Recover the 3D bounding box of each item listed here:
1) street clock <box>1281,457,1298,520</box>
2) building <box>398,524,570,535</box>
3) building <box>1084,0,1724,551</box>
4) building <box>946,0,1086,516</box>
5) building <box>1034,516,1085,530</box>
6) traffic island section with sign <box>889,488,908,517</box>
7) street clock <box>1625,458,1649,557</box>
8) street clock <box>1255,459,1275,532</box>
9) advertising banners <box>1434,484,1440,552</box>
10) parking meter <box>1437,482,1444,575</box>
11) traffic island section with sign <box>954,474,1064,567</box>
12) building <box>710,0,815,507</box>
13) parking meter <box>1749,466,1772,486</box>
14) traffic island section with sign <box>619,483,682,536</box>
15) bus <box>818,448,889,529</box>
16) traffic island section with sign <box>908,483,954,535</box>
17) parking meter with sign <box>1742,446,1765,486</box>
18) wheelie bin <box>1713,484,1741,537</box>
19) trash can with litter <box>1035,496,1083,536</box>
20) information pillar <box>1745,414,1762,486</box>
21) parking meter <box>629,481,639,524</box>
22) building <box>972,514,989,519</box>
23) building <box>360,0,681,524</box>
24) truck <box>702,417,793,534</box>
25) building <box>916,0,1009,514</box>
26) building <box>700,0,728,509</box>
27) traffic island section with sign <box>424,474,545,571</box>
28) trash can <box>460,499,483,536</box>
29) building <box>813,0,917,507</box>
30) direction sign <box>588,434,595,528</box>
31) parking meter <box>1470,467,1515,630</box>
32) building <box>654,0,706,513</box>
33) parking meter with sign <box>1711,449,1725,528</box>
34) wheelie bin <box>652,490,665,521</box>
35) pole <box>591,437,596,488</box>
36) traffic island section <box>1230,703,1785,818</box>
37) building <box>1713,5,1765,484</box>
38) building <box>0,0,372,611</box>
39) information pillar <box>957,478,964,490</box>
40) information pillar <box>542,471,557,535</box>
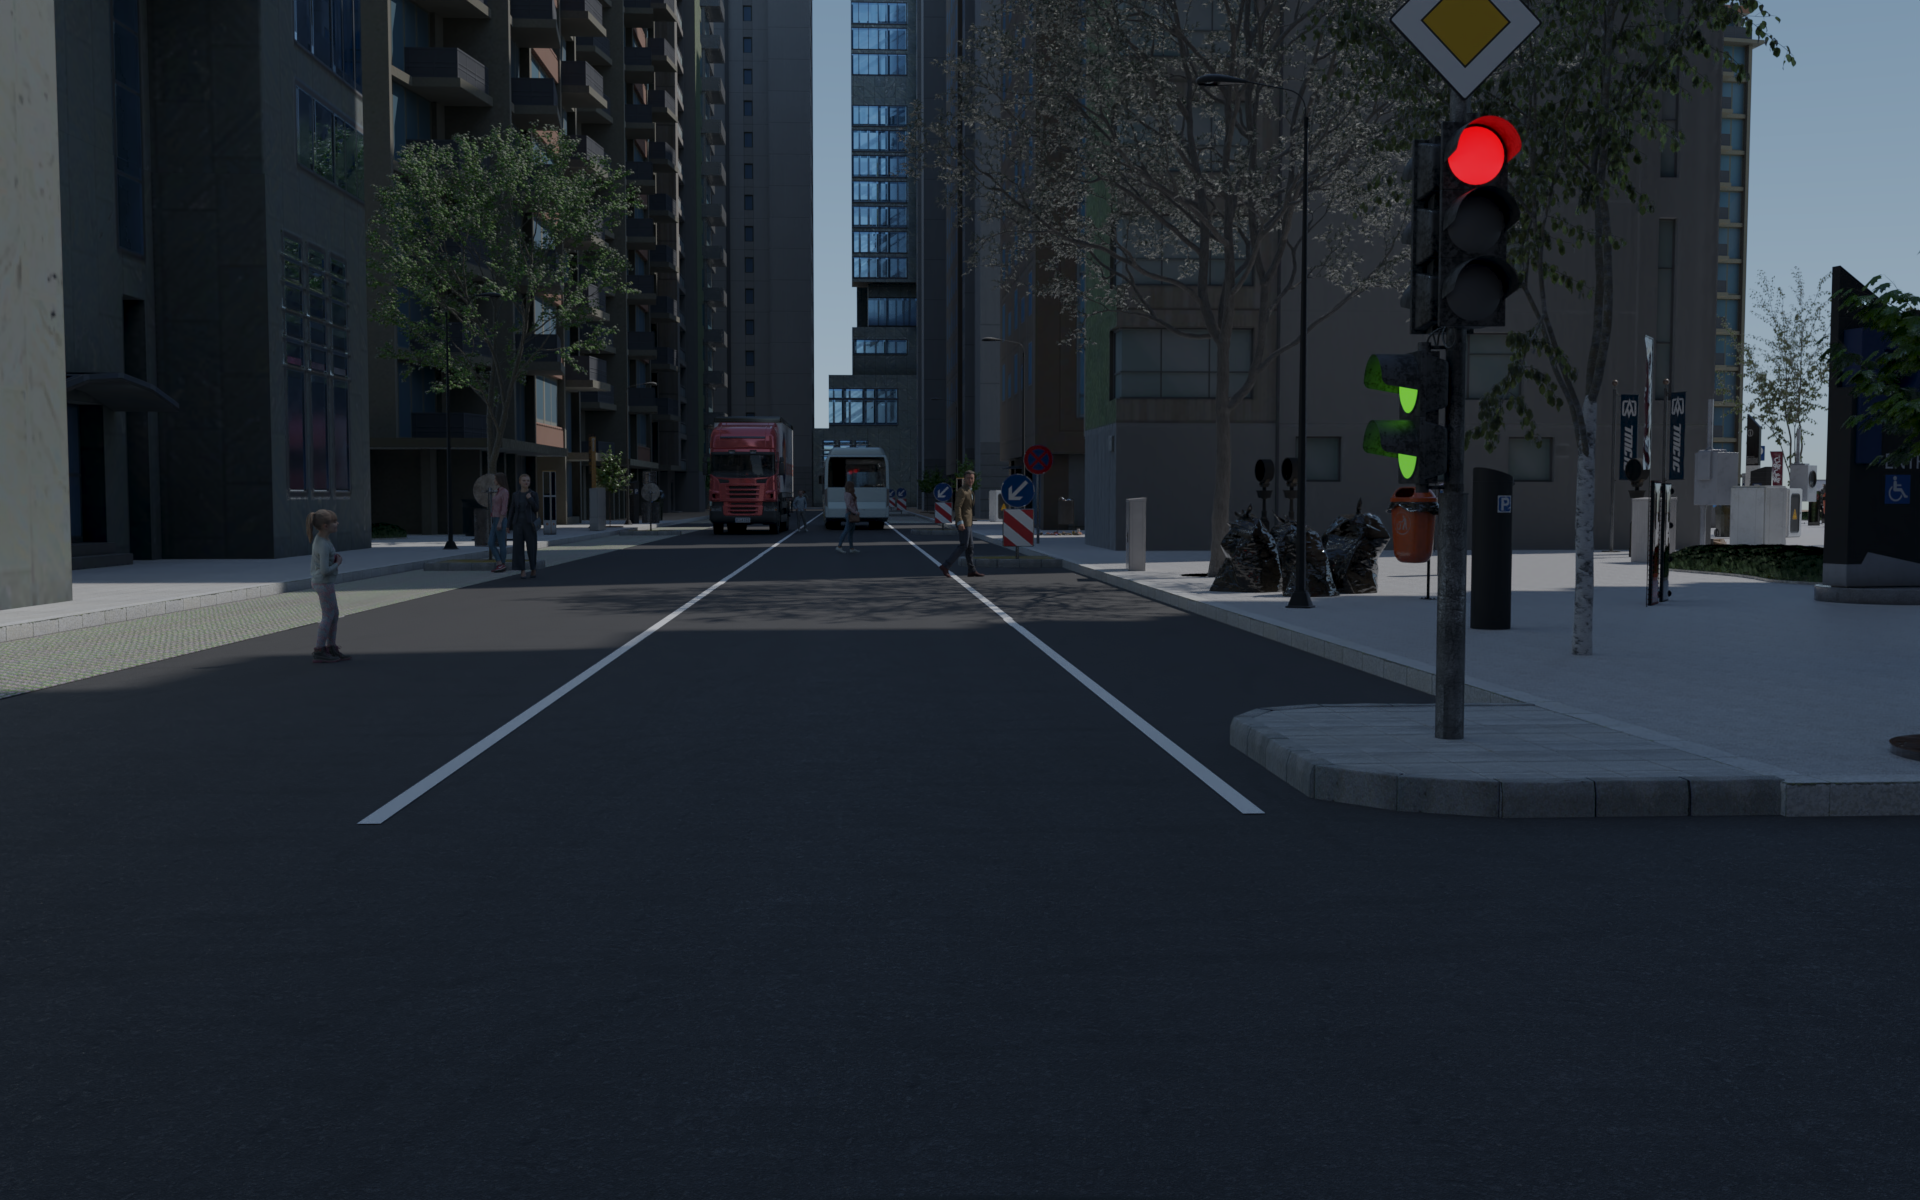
[{"bbox_3d":[6.562,-1.818,34.289,0.358,2.002,0.471,-1,4,-18],"label":"street clock"},{"bbox_3d":[-25.652,-25.143,65.710,22.147,44.769,28.867,0,4,-4],"label":"building"},{"bbox_3d":[10.078,-22.109,45.085,14.154,41.232,14.086,0,4,-4],"label":"building"},{"bbox_3d":[6.292,-28.965,123.691,14.600,45.320,14.200,0,4,-4],"label":"building"},{"bbox_3d":[9.066,-25.500,67.042,14.600,45.320,14.200,0,4,-4],"label":"building"},{"bbox_3d":[-3.870,-6.244,110.711,1.989,1.847,2.006,0,4,-4],"label":"traffic island section with sign"},{"bbox_3d":[13.773,-1.877,35.254,0.358,2.002,0.471,-1,4,-22],"label":"street clock"},{"bbox_3d":[6.309,-1.917,35.917,0.358,2.002,0.471,-1,4,-17],"label":"street clock"},{"bbox_3d":[10.474,-2.530,37.548,0.090,3.025,2.074,0,4,-2],"label":"advertising banners"},{"bbox_3d":[7.756,-1.162,27.416,0.372,1.533,0.369,0,3,0],"label":"parking meter"},{"bbox_3d":[0.981,-1.599,34.766,1.989,1.847,2.006,0,4,-4],"label":"traffic island section with sign"},{"bbox_3d":[-29.064,-38.827,176.823,28.212,58.520,21.231,0,4,-4],"label":"building"},{"bbox_3d":[17.048,-1.909,36.917,0.255,1.863,0.399,-2,4,-27],"label":"parking meter"},{"bbox_3d":[-10.749,-3.160,60.299,1.989,1.847,2.006,0,4,-4],"label":"traffic island section with sign"},{"bbox_3d":[-4.641,-4.903,75.031,2.948,3.499,13.247,0,4,-5],"label":"bus"},{"bbox_3d":[-0.749,-3.247,61.720,1.989,1.847,2.006,0,4,-4],"label":"traffic island section with sign"},{"bbox_3d":[28.869,-4.098,63.261,0.543,3.016,1.738,1,4,12],"label":"parking meter with sign"},{"bbox_3d":[23.028,-2.685,51.815,0.980,1.594,0.693,0,4,5],"label":"wheelie bin"},{"bbox_3d":[2.913,-2.628,54.021,2.233,1.210,1.678,0,4,5],"label":"trash can with litter"},{"bbox_3d":[23.056,-3.611,50.389,0.183,3.616,0.504,-1,4,-22],"label":"information pillar"},{"bbox_3d":[-14.125,-4.242,75.061,0.255,1.863,0.399,2,4,32],"label":"parking meter"},{"bbox_3d":[10.633,-34.272,102.354,21.231,58.520,28.212,0,4,-4],"label":"building"},{"bbox_3d":[-27.669,-27.055,96.968,22.147,44.769,28.867,0,4,-4],"label":"building"},{"bbox_3d":[-7.766,-4.652,64.977,2.839,4.237,11.283,0,4,-3],"label":"truck"},{"bbox_3d":[6.845,-36.869,144.813,21.231,58.520,28.212,0,4,-4],"label":"building"},{"bbox_3d":[-35.180,-32.105,144.528,30.456,49.044,23.786,0,4,-4],"label":"building"},{"bbox_3d":[-9.007,-1.493,33.039,1.989,1.847,2.006,0,4,-4],"label":"traffic island section with sign"},{"bbox_3d":[-14.810,-2.506,52.634,0.748,1.137,0.748,0,3,0],"label":"trash can"},{"bbox_3d":[0.430,-52.965,178.657,31.000,86.520,22.319,0,4,-4],"label":"building"},{"bbox_3d":[-13.840,-4.477,65.193,0.379,3.537,0.876,-2,4,-26],"label":"direction sign"},{"bbox_3d":[5.059,-0.493,16.476,0.372,1.533,0.369,0,3,0],"label":"parking meter"},{"bbox_3d":[-25.271,-26.612,118.707,14.154,41.232,14.086,0,4,-4],"label":"building"},{"bbox_3d":[28.751,-4.261,65.931,0.543,3.016,1.738,2,4,27],"label":"parking meter with sign"},{"bbox_3d":[-14.583,-4.606,83.222,0.693,1.594,0.980,0,4,7],"label":"wheelie bin"},{"bbox_3d":[-13.045,-4.152,61.728,0.158,3.312,0.155,0,3,0],"label":"pole"},{"bbox_3d":[2.597,0.805,9.117,2.009,0.180,2.903,0,4,-4],"label":"traffic island section"},{"bbox_3d":[53.732,-30.394,151.560,28.867,44.769,22.147,0,4,-4],"label":"building"},{"bbox_3d":[-22.132,-43.413,22.478,22.319,86.520,31.000,0,4,-4],"label":"building"},{"bbox_3d":[0.011,-4.557,79.003,0.304,2.012,0.304,1,4,9],"label":"information pillar"},{"bbox_3d":[-12.924,-3.060,54.530,0.304,2.012,0.304,1,4,21],"label":"information pillar"}]
